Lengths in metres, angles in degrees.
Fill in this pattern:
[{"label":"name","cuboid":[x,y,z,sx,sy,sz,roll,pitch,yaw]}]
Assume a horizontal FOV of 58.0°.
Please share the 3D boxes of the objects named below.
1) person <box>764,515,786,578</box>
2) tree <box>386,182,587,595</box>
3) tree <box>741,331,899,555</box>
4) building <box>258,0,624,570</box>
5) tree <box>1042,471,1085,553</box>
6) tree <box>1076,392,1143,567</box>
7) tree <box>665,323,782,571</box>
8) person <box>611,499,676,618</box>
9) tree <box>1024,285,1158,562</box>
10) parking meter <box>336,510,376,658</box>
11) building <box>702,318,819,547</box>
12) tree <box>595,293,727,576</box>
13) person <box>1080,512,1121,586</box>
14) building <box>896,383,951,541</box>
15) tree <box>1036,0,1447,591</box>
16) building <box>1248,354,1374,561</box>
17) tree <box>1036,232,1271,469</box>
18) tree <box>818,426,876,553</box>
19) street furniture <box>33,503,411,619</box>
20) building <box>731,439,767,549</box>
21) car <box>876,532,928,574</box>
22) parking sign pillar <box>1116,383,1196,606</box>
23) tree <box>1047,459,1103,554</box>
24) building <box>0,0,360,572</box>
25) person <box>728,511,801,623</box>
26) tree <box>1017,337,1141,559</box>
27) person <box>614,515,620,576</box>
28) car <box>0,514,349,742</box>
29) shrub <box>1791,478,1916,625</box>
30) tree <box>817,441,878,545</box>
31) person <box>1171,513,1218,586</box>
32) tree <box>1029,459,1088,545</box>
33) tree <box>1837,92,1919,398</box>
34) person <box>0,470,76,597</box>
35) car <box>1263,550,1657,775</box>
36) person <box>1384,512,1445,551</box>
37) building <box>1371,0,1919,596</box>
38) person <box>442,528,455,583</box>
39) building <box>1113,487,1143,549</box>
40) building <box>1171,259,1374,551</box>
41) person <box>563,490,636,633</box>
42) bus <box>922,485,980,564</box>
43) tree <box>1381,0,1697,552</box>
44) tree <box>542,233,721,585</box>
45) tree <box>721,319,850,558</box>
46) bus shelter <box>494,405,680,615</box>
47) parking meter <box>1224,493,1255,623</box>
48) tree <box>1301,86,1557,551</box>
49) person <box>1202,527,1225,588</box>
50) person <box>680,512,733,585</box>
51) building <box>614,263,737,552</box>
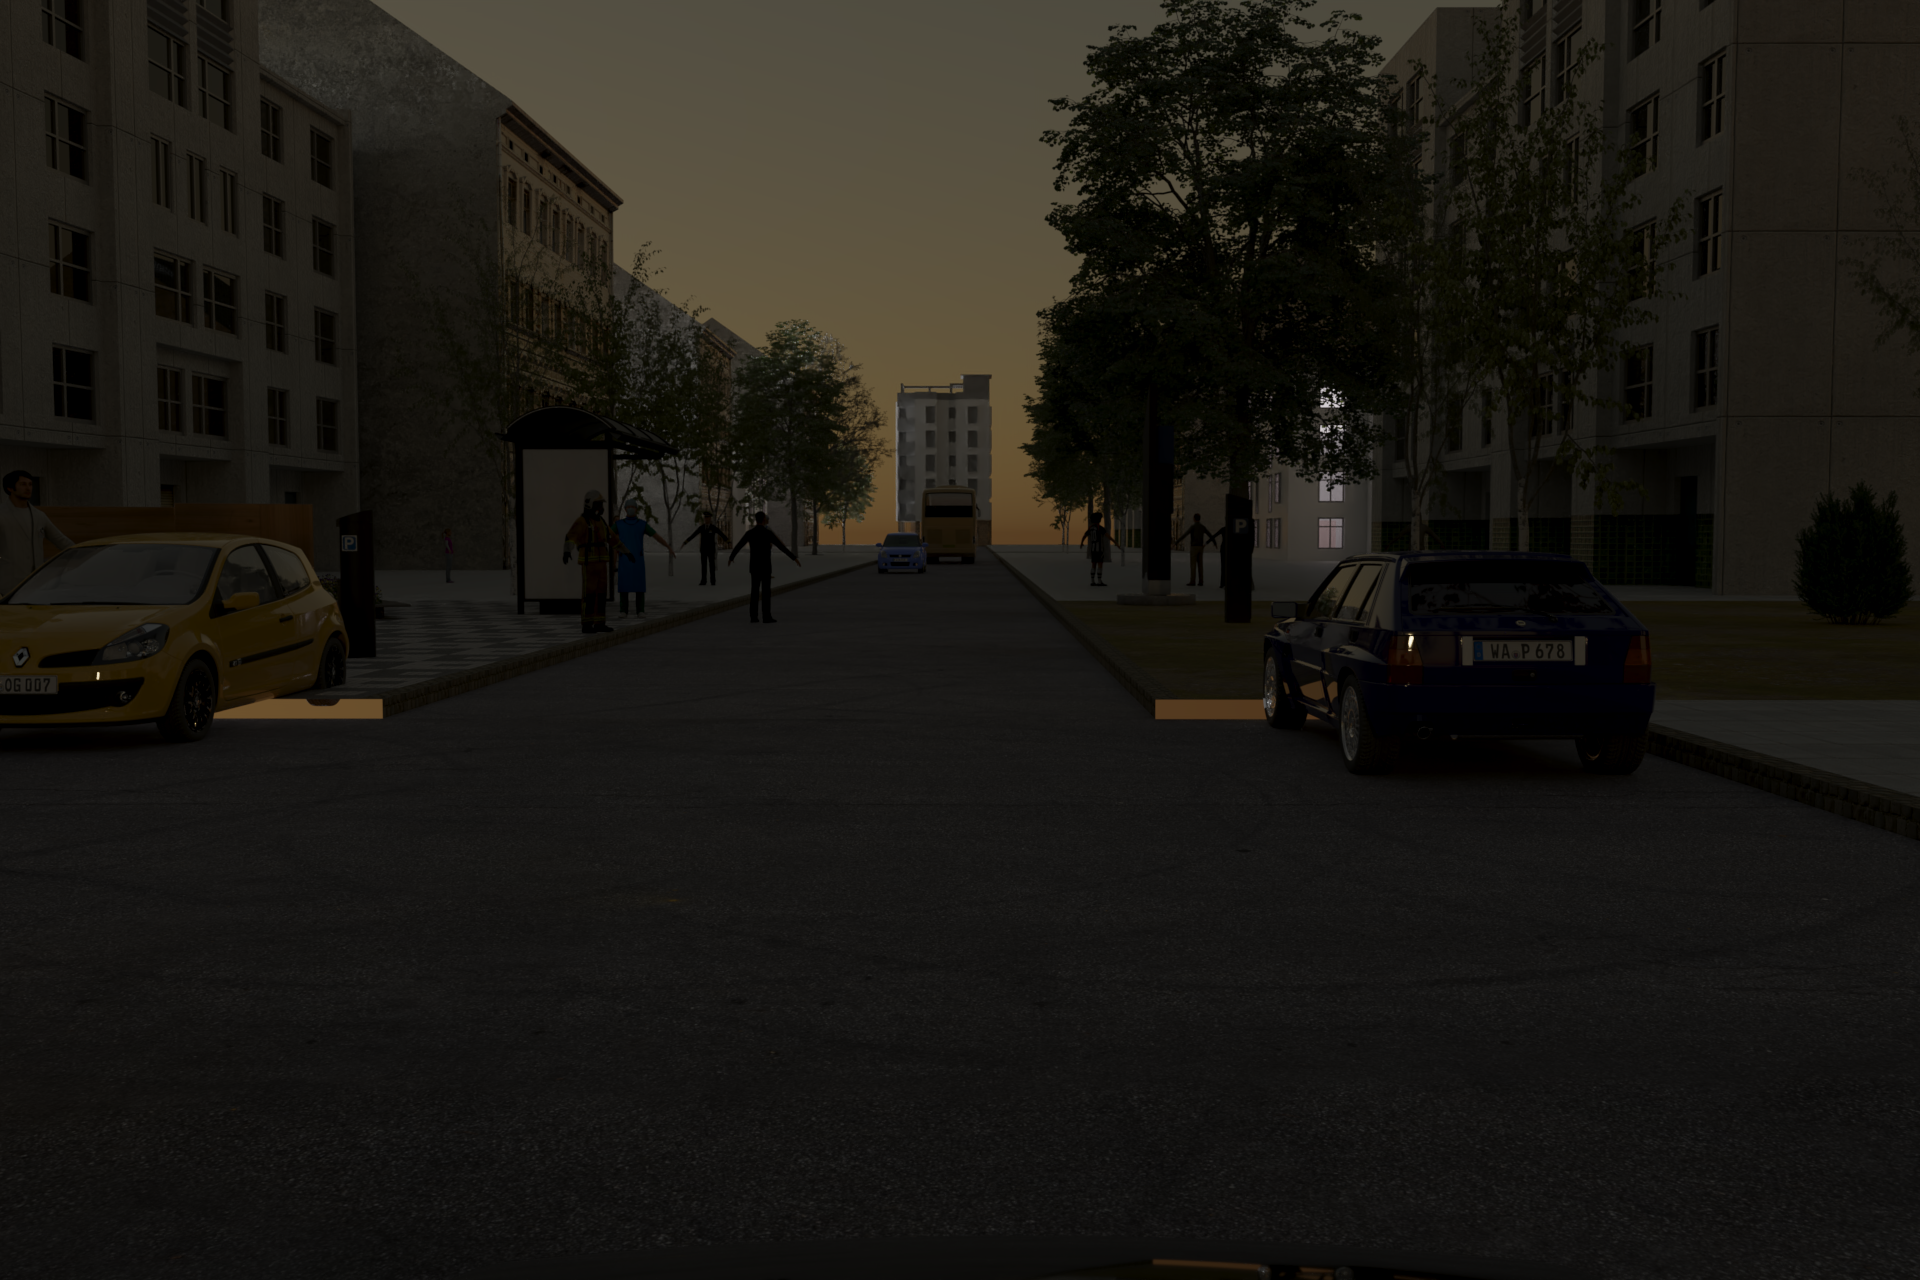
[{"label":"person","cuboid":[-5.611,-2.709,50.155,1.347,1.847,0.705,3,4,38]},{"label":"tree","cuboid":[-9.152,-5.247,36.151,4.360,8.622,3.978,0,3,0]},{"label":"tree","cuboid":[-8.643,-11.863,104.330,12.009,13.543,11.850,0,3,0]},{"label":"building","cuboid":[-25.166,-14.617,69.910,19.493,23.208,18.063,0,4,1]},{"label":"tree","cuboid":[7.350,-10.385,120.152,4.737,8.622,4.395,0,3,0]},{"label":"tree","cuboid":[6.396,-7.195,67.996,4.360,8.622,3.978,0,3,0]},{"label":"tree","cuboid":[-8.487,-6.729,60.374,4.737,8.622,4.395,0,3,0]},{"label":"person","cuboid":[-5.026,-1.246,26.504,1.347,1.817,0.704,-1,4,-9]},{"label":"tree","cuboid":[6.349,-9.769,77.851,7.486,12.596,7.792,0,3,0]},{"label":"parking meter","cuboid":[-6.284,-0.588,18.017,0.372,1.533,0.369,0,3,0]},{"label":"building","cuboid":[-25.173,-21.669,185.210,19.493,23.208,18.063,0,4,0]},{"label":"tree","cuboid":[-8.890,-6.246,52.479,4.737,8.622,4.395,0,3,0]},{"label":"person","cuboid":[3.397,-2.230,42.607,0.704,1.843,1.345,-3,5,-41]},{"label":"building","cuboid":[-7.318,-21.426,209.197,11.380,20.090,16.016,0,4,-2]},{"label":"tree","cuboid":[6.287,-8.099,39.077,9.857,13.997,8.962,0,3,0]},{"label":"building","cuboid":[20.076,-8.584,82.493,9.099,9.664,28.070,0,4,0]},{"label":"tree","cuboid":[5.739,-7.140,51.145,7.601,10.594,8.767,1,4,14]},{"label":"tree","cuboid":[-7.883,-10.268,118.240,4.737,8.622,4.395,0,3,0]},{"label":"street furniture","cuboid":[-12.215,-1.298,28.072,9.812,1.723,11.010,-2,4,-31]},{"label":"building","cuboid":[-22.361,-13.410,161.399,9.099,9.664,28.070,0,4,1]},{"label":"car","cuboid":[-2.121,-3.327,63.986,1.945,1.707,3.694,0,4,1]},{"label":"parking sign pillar","cuboid":[3.583,-2.633,31.529,1.447,3.967,1.447,0,4,1]},{"label":"tree","cuboid":[7.189,-9.994,113.767,4.737,8.622,4.395,0,3,0]},{"label":"building","cuboid":[-29.214,-10.809,43.182,16.747,18.905,31.486,0,4,1]},{"label":"person","cuboid":[-3.208,-1.183,28.022,1.346,1.802,0.704,2,4,23]},{"label":"tree","cuboid":[6.455,-10.506,89.902,7.486,12.596,7.792,0,3,0]},{"label":"person","cuboid":[-8.224,-2.132,41.659,1.217,1.733,0.721,-1,4,-22]},{"label":"car","cuboid":[-6.086,-0.178,13.136,2.015,1.641,3.980,0,4,0]},{"label":"shrub","cuboid":[12.719,-1.259,24.620,1.661,2.075,1.752,0,3,0]},{"label":"tree","cuboid":[-13.429,-17.627,206.323,7.486,12.596,7.792,0,3,0]},{"label":"person","cuboid":[5.849,-2.240,42.900,1.348,1.796,0.705,-2,4,-25]},{"label":"tree","cuboid":[12.389,-17.350,209.420,9.928,11.665,9.643,0,3,0]},{"label":"tree","cuboid":[16.572,-4.820,29.171,4.360,8.622,3.978,0,3,0]},{"label":"person","cuboid":[-7.725,-0.496,14.297,0.705,1.806,1.347,2,4,25]},{"label":"car","cuboid":[3.160,0.056,11.660,1.945,1.354,3.894,0,4,-1]},{"label":"person","cuboid":[10.083,-1.968,38.301,1.348,1.813,0.705,0,4,0]},{"label":"building","cuboid":[24.288,-11.299,51.201,16.747,18.905,31.486,0,4,0]},{"label":"person","cuboid":[-13.361,-2.215,45.477,0.599,1.433,0.991,-1,4,-12]},{"label":"building","cuboid":[24.471,-18.392,167.160,16.747,18.905,31.486,0,4,1]},{"label":"building","cuboid":[25.756,-18.691,136.522,19.493,23.208,18.063,0,3,0]},{"label":"person","cuboid":[-4.735,-1.024,22.509,0.705,1.858,1.354,2,4,29]},{"label":"bus","cuboid":[-0.436,-5.809,86.529,2.896,3.916,12.252,0,4,1]},{"label":"tree","cuboid":[7.913,-4.507,24.045,4.737,8.622,4.395,0,3,0]},{"label":"tree","cuboid":[-8.367,-5.682,43.261,4.737,8.622,4.395,0,3,0]},{"label":"tree","cuboid":[-9.130,-10.625,91.852,7.486,12.596,7.792,0,3,0]},{"label":"bus shelter","cuboid":[-6.285,-2.204,29.967,2.014,3.302,5.546,0,3,0]},{"label":"parking meter","cuboid":[4.041,-1.181,25.021,0.399,1.863,0.255,0,4,-1]},{"label":"tree","cuboid":[7.536,-4.835,29.414,4.360,8.622,3.978,0,3,0]},{"label":"person","cuboid":[6.355,-2.110,41.220,1.216,1.740,0.721,-1,4,-10]},{"label":"person","cuboid":[-6.313,-2.286,43.312,1.347,1.837,0.705,0,4,7]},{"label":"building","cuboid":[-28.336,-18.641,135.711,19.493,23.208,18.063,0,4,0]}]
